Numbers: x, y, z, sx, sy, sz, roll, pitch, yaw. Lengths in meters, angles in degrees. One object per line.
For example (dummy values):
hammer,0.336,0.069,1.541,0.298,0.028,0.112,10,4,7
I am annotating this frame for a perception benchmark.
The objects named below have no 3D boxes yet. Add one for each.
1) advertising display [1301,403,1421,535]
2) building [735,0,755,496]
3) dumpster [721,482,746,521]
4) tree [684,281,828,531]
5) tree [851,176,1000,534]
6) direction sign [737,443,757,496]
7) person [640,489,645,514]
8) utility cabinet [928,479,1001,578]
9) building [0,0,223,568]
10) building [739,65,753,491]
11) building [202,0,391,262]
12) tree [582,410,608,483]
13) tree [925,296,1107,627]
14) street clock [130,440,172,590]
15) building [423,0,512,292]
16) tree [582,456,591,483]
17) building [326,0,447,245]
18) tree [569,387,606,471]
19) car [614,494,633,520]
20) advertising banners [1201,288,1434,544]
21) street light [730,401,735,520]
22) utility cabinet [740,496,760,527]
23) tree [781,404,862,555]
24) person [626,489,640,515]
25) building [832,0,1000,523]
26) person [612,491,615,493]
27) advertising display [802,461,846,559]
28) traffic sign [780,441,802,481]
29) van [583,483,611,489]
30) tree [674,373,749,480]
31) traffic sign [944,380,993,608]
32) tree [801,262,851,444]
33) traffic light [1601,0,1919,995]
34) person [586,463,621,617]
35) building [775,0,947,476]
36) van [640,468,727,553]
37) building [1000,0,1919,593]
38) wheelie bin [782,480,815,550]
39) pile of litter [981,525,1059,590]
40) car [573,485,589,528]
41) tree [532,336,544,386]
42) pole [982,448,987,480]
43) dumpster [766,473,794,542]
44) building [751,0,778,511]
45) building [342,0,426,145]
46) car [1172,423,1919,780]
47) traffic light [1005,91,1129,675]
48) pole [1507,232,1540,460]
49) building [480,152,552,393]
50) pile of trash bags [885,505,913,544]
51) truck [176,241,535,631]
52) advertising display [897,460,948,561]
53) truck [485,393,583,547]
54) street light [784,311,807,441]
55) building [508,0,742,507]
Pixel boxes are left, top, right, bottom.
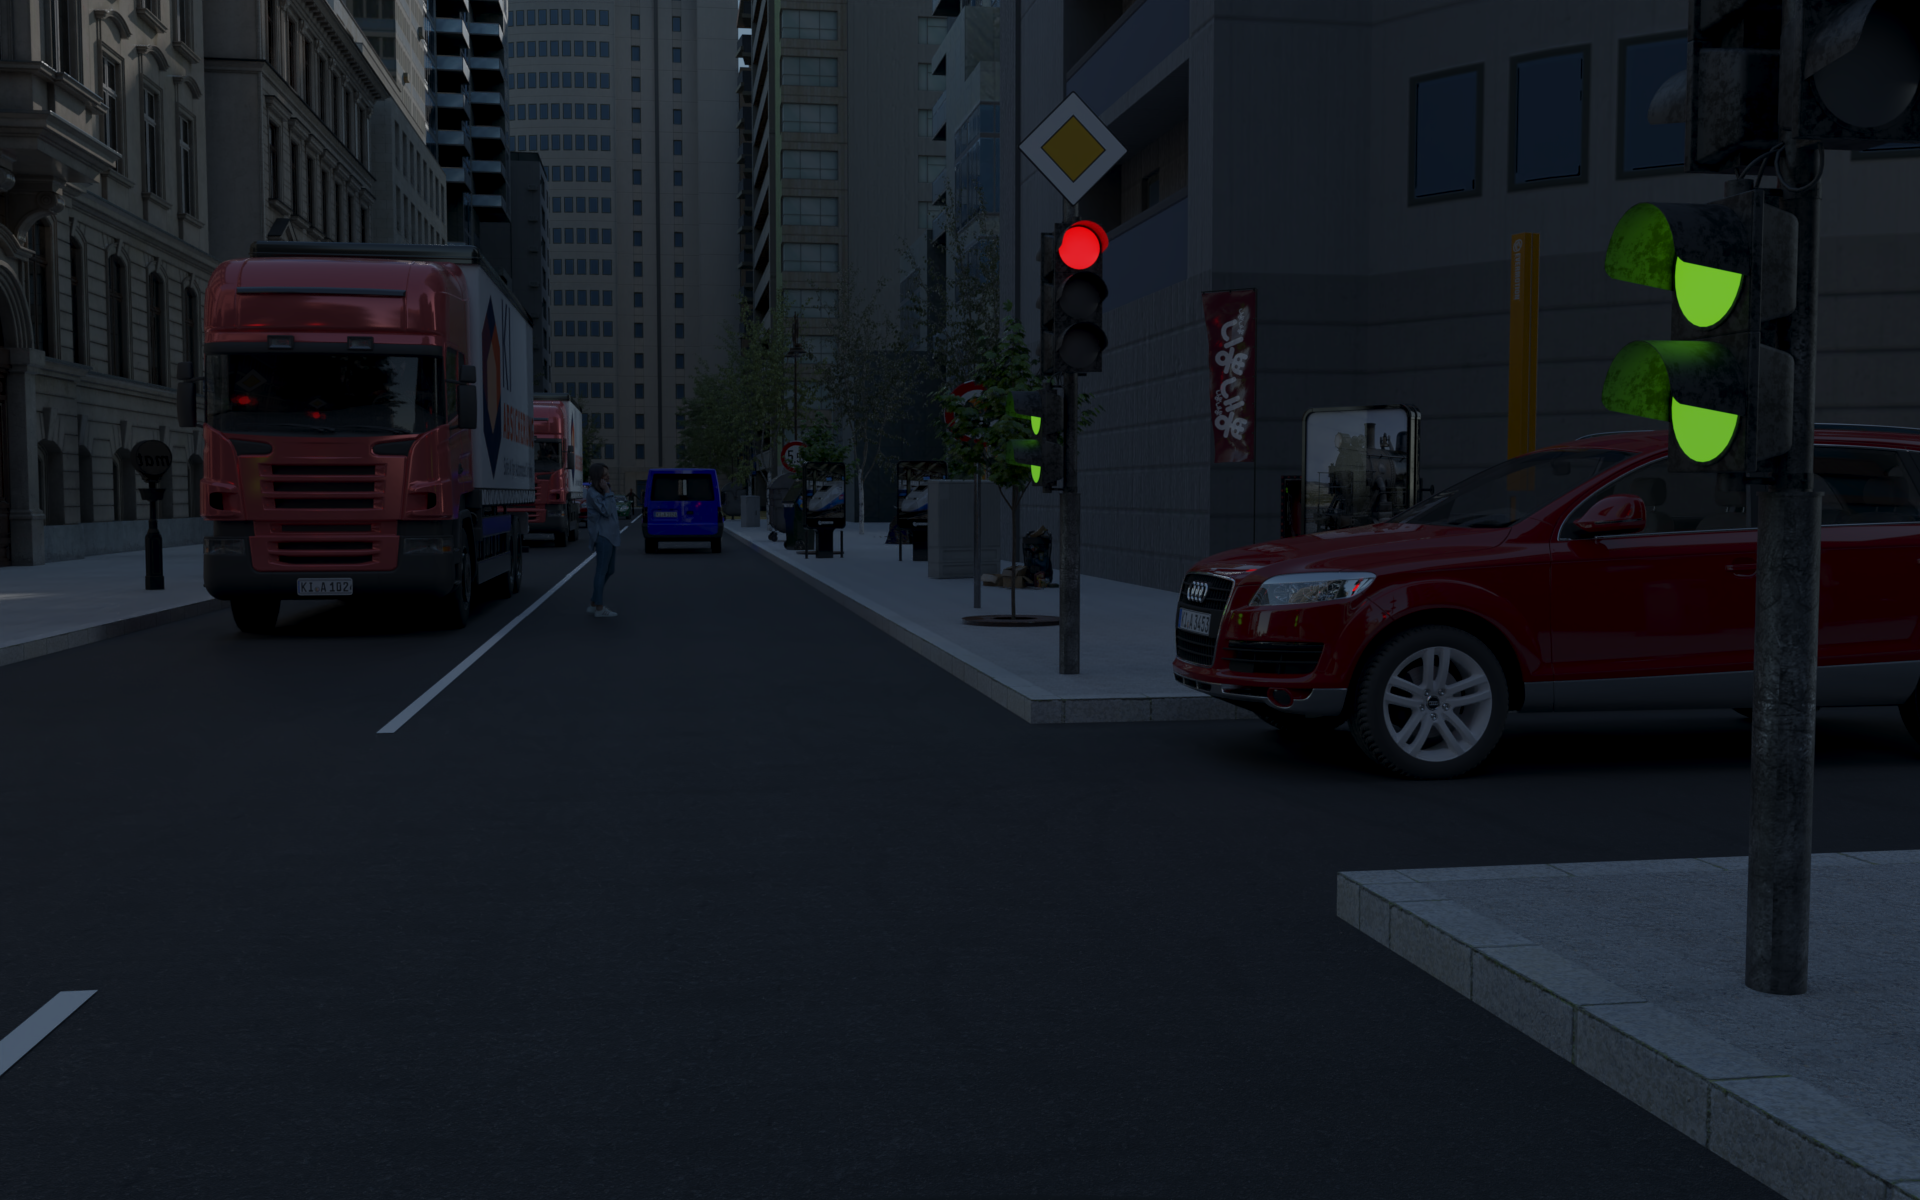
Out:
advertising display,2.913,-0.456,12.671,0.123,1.923,0.974,-3,5,-40
building,-7.444,-30.063,146.156,22.147,44.769,28.867,-1,4,-10
dumpster,-10.806,-4.721,82.951,1.264,1.857,1.865,-1,4,-10
tree,-6.661,-6.742,60.594,4.737,8.622,4.395,0,3,0
tree,0.525,-5.464,39.703,4.360,8.622,3.978,0,3,0
direction sign,-9.411,-5.171,76.538,0.876,3.537,0.379,1,4,10
person,-22.140,-6.882,121.534,0.721,1.766,1.217,-1,4,-19
utility cabinet,0.076,-1.088,26.462,1.173,1.500,0.318,-3,4,-37
building,-22.012,-12.782,28.067,14.460,24.649,34.723,-1,4,-10
building,-15.845,-32.401,179.859,14.200,45.320,14.600,-1,4,-10
building,-24.997,-11.658,55.242,10.561,19.102,19.286,-1,4,-10
tree,-32.995,-12.314,151.692,4.360,8.622,3.978,0,3,0
tree,0.407,-1.380,17.160,1.663,3.219,1.824,0,3,0
street clock,-10.797,-1.137,23.166,0.471,2.002,0.358,-3,5,-44
building,-42.129,-49.420,120.695,22.319,86.520,31.000,-1,4,-10
tree,-28.540,-8.766,127.033,4.285,4.588,4.351,0,3,0
building,-28.205,-13.396,73.781,10.420,20.320,16.860,-1,4,-10
tree,-26.967,-10.374,119.984,4.737,8.622,4.395,0,3,0
car,-19.677,-5.310,98.610,2.131,1.459,4.920,-1,4,-10
advertising banners,2.935,-1.117,14.451,2.074,3.025,0.090,2,4,35
street light,-11.295,-6.920,85.922,0.468,5.910,1.993,-1,4,-10
utility cabinet,-8.132,-3.432,67.269,0.306,1.237,1.020,2,4,24
tree,-3.096,-2.587,36.895,1.663,3.219,1.824,0,3,0
person,-22.273,-6.648,117.332,1.348,1.807,0.705,0,4,3
building,7.099,-46.446,72.056,22.319,86.520,31.000,-1,4,-10
person,-28.833,-8.224,143.902,0.756,1.711,0.436,2,4,24
advertising display,-2.709,-1.795,34.564,0.974,1.923,0.123,-3,4,-39
traffic sign,-3.910,-2.530,41.464,0.768,2.556,0.104,0,4,-2
van,-19.215,-5.270,90.545,2.240,2.365,5.245,-1,4,-9
tree,-23.174,-14.983,163.092,7.486,12.596,7.792,0,3,0
traffic sign,0.196,-1.181,19.419,0.768,2.556,0.104,0,4,-7
tree,-3.075,-6.381,54.692,4.360,8.622,3.978,0,3,0
traffic light,2.103,-0.946,4.386,0.839,4.253,0.868,-1,4,-10
person,-4.193,-0.700,20.217,0.793,1.790,0.793,-2,4,-32
building,-3.997,-25.631,102.668,14.154,41.232,14.086,-1,4,-10
van,-6.973,-2.403,43.681,2.240,2.365,5.245,-1,4,-9
building,16.095,-29.612,26.151,28.212,58.520,21.231,-1,4,-10
wheelie bin,-3.671,-1.953,39.839,0.693,1.594,0.980,-2,4,-31
pile of litter,0.830,-0.615,24.015,1.176,0.858,1.719,1,4,13
car,-16.740,-4.034,74.637,2.281,1.827,5.304,-1,4,-8
tree,-18.672,-7.235,68.651,4.360,8.622,3.978,0,3,0
pole,0.761,-3.674,53.908,0.158,3.312,0.155,0,3,0
dumpster,-4.596,-2.535,47.208,1.264,1.857,1.865,-1,4,-10
building,-3.229,-30.399,120.727,21.300,48.544,21.600,-1,4,-10
building,-42.423,-24.579,93.751,32.217,40.220,23.993,-1,4,-10
car,3.838,-0.072,9.854,5.304,1.827,2.281,-1,4,-10
traffic light,0.763,-1.427,12.258,0.839,4.253,0.868,-1,4,-10
pole,4.429,-1.212,13.661,0.158,3.312,0.155,0,3,0
building,-42.292,-23.017,148.035,14.107,30.474,14.160,-1,4,-10
pile of trash bags,-0.292,-2.172,45.265,1.912,1.369,3.447,3,4,37
truck,-6.995,-2.002,21.640,2.839,4.237,11.283,-1,4,-9
advertising display,-0.717,-1.703,33.058,0.974,1.923,0.123,1,4,8
truck,-12.413,-3.747,50.178,2.839,4.237,11.283,-1,4,-10
street light,-4.167,-4.354,43.968,0.468,5.910,1.993,-1,4,-10
building,-37.390,-39.001,179.666,28.212,58.520,21.231,-1,4,-10
